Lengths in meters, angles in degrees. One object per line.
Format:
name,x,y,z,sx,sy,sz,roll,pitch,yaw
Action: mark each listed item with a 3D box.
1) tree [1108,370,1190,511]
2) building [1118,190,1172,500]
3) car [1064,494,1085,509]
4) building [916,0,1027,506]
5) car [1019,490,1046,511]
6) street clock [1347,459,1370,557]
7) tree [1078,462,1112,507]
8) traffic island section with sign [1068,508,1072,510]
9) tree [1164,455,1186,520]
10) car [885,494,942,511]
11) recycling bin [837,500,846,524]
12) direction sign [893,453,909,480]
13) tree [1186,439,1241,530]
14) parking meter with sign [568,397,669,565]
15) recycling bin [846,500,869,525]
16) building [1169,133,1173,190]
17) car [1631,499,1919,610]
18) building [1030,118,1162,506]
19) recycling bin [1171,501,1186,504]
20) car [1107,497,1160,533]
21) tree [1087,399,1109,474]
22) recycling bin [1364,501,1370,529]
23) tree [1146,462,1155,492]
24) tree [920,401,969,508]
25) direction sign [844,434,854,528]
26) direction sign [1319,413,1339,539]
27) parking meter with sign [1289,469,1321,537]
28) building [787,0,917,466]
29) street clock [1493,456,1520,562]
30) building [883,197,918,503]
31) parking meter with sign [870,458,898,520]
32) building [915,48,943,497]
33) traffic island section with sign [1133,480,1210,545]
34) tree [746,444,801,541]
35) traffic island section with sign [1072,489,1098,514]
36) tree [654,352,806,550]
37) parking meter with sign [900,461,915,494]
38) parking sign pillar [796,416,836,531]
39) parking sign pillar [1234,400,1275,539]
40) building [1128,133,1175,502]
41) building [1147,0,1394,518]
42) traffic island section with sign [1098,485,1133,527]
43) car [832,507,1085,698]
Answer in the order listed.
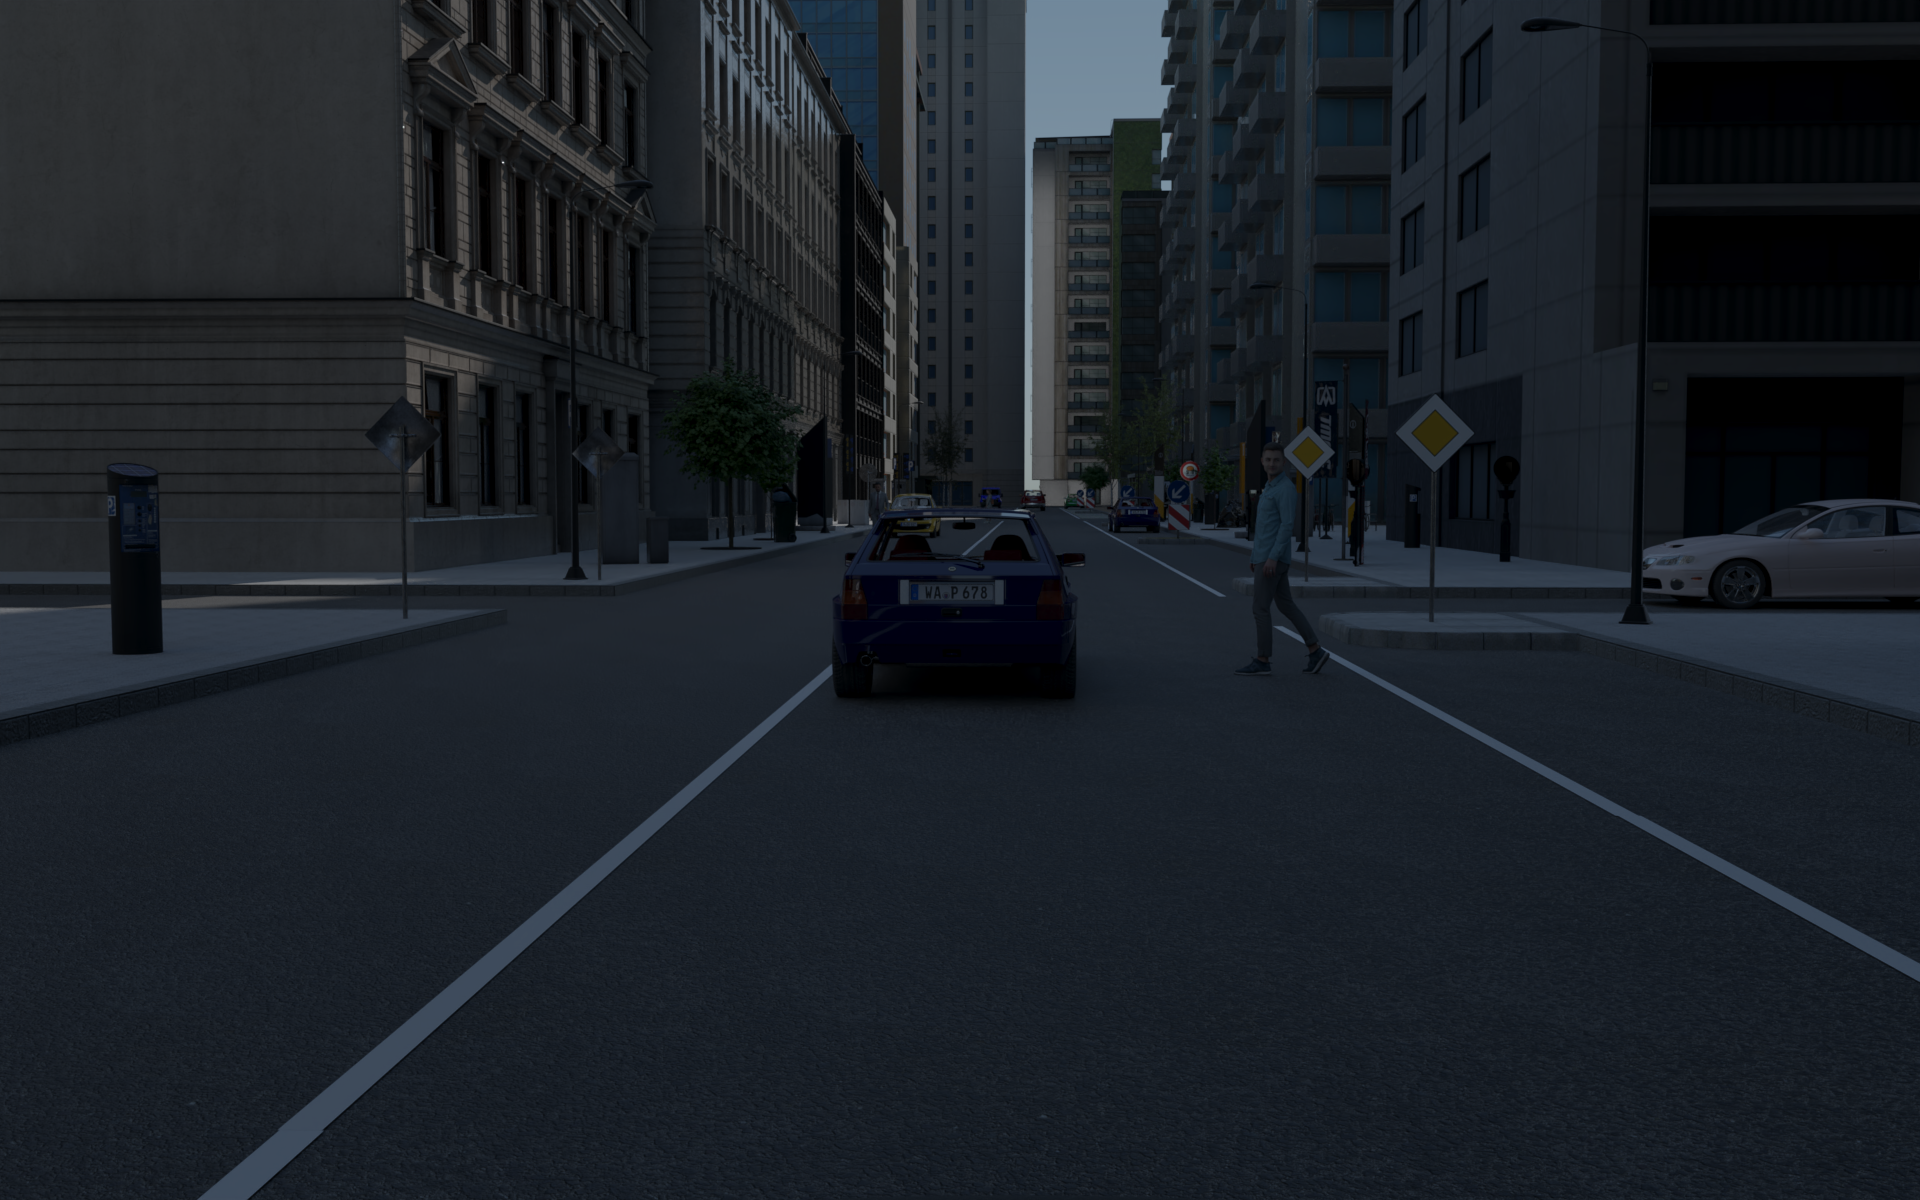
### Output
tree,11.660,-9.354,103.292,4.737,8.622,4.395,0,3,0
building,22.219,-24.166,166.810,14.160,30.474,14.107,0,4,2
car,10.795,-9.474,163.689,1.959,1.807,4.718,0,4,1
building,-6.643,-39.995,195.915,28.212,58.520,21.231,0,4,2
car,6.182,-8.462,147.023,2.281,1.827,5.304,0,4,0
street clock,8.130,-1.892,35.509,0.471,2.002,0.358,3,5,41
tree,13.334,-11.489,171.553,4.285,4.588,4.351,0,3,0
traffic island section with sign,10.604,-8.918,154.435,1.989,1.847,2.006,0,4,2
tree,10.715,-5.524,84.923,1.663,3.219,1.824,0,3,0
car,-1.566,-2.908,57.762,2.015,1.641,3.980,0,4,2
recycling bin,-4.823,-3.817,74.959,0.722,1.027,0.722,3,5,44
direction sign,-3.216,-6.307,95.119,0.876,3.537,0.379,-1,4,-11
tree,9.047,-4.077,61.267,1.663,3.219,1.824,0,3,0
parking meter with sign,-6.240,-2.168,31.713,1.738,3.016,0.543,-1,4,-22
recycling bin,-4.145,-3.588,71.210,0.722,1.027,0.722,1,4,10
building,36.551,-33.097,195.756,28.867,44.769,22.147,0,4,2
car,11.169,-0.607,22.283,4.827,1.381,2.083,0,4,2
building,14.889,-31.093,191.962,14.086,41.232,14.154,0,4,2
recycling bin,12.465,-5.297,99.167,0.722,1.027,0.722,-2,4,-31
car,6.525,-3.213,65.118,1.945,1.354,3.894,0,4,1
tree,11.747,-11.187,133.274,4.737,8.622,4.395,0,3,0
recycling bin,14.691,-3.132,63.763,0.722,1.027,0.722,1,4,19
tree,10.504,-5.833,89.968,1.663,3.219,1.824,0,3,0
tree,-1.286,-11.394,136.647,4.360,8.622,3.978,0,3,0
direction sign,-4.228,-4.534,66.125,0.379,3.537,0.876,1,4,15
direction sign,10.381,-3.486,48.999,0.379,3.537,0.876,-2,4,-30
parking meter with sign,10.271,-3.411,52.037,0.543,3.016,1.738,-2,4,-29
building,-10.807,-29.751,136.545,14.600,45.320,14.200,0,4,2
street clock,10.311,-1.721,32.705,0.471,2.002,0.358,1,4,22
building,-17.601,-16.574,116.032,27.650,21.520,28.899,0,4,2
parking meter with sign,-4.007,-5.378,84.199,1.738,3.016,0.543,1,4,9
building,-16.457,-31.156,164.020,28.867,44.769,22.147,0,4,2
traffic island section with sign,6.161,-2.541,50.174,1.989,1.847,2.006,0,4,2
tree,-5.132,-3.267,48.018,1.663,3.219,1.824,0,3,0
traffic island section with sign,9.463,-7.271,127.504,1.989,1.847,2.006,0,4,2
tree,-5.414,-3.465,40.362,4.285,4.588,4.351,0,3,0
parking meter with sign,-3.201,-5.713,89.668,1.738,3.016,0.543,-2,4,-35
parking sign pillar,-5.065,-4.400,60.414,1.447,3.967,1.447,3,4,36
parking sign pillar,8.707,-3.778,50.239,1.447,3.967,1.447,-1,4,-8
building,30.796,-27.843,147.116,32.217,40.220,23.993,0,4,2
building,25.575,-30.597,119.870,23.786,49.044,30.456,0,4,2
traffic island section with sign,7.310,-4.188,77.105,1.989,1.847,2.006,0,4,2
car,0.020,-0.057,13.516,1.945,1.354,3.894,0,4,2
